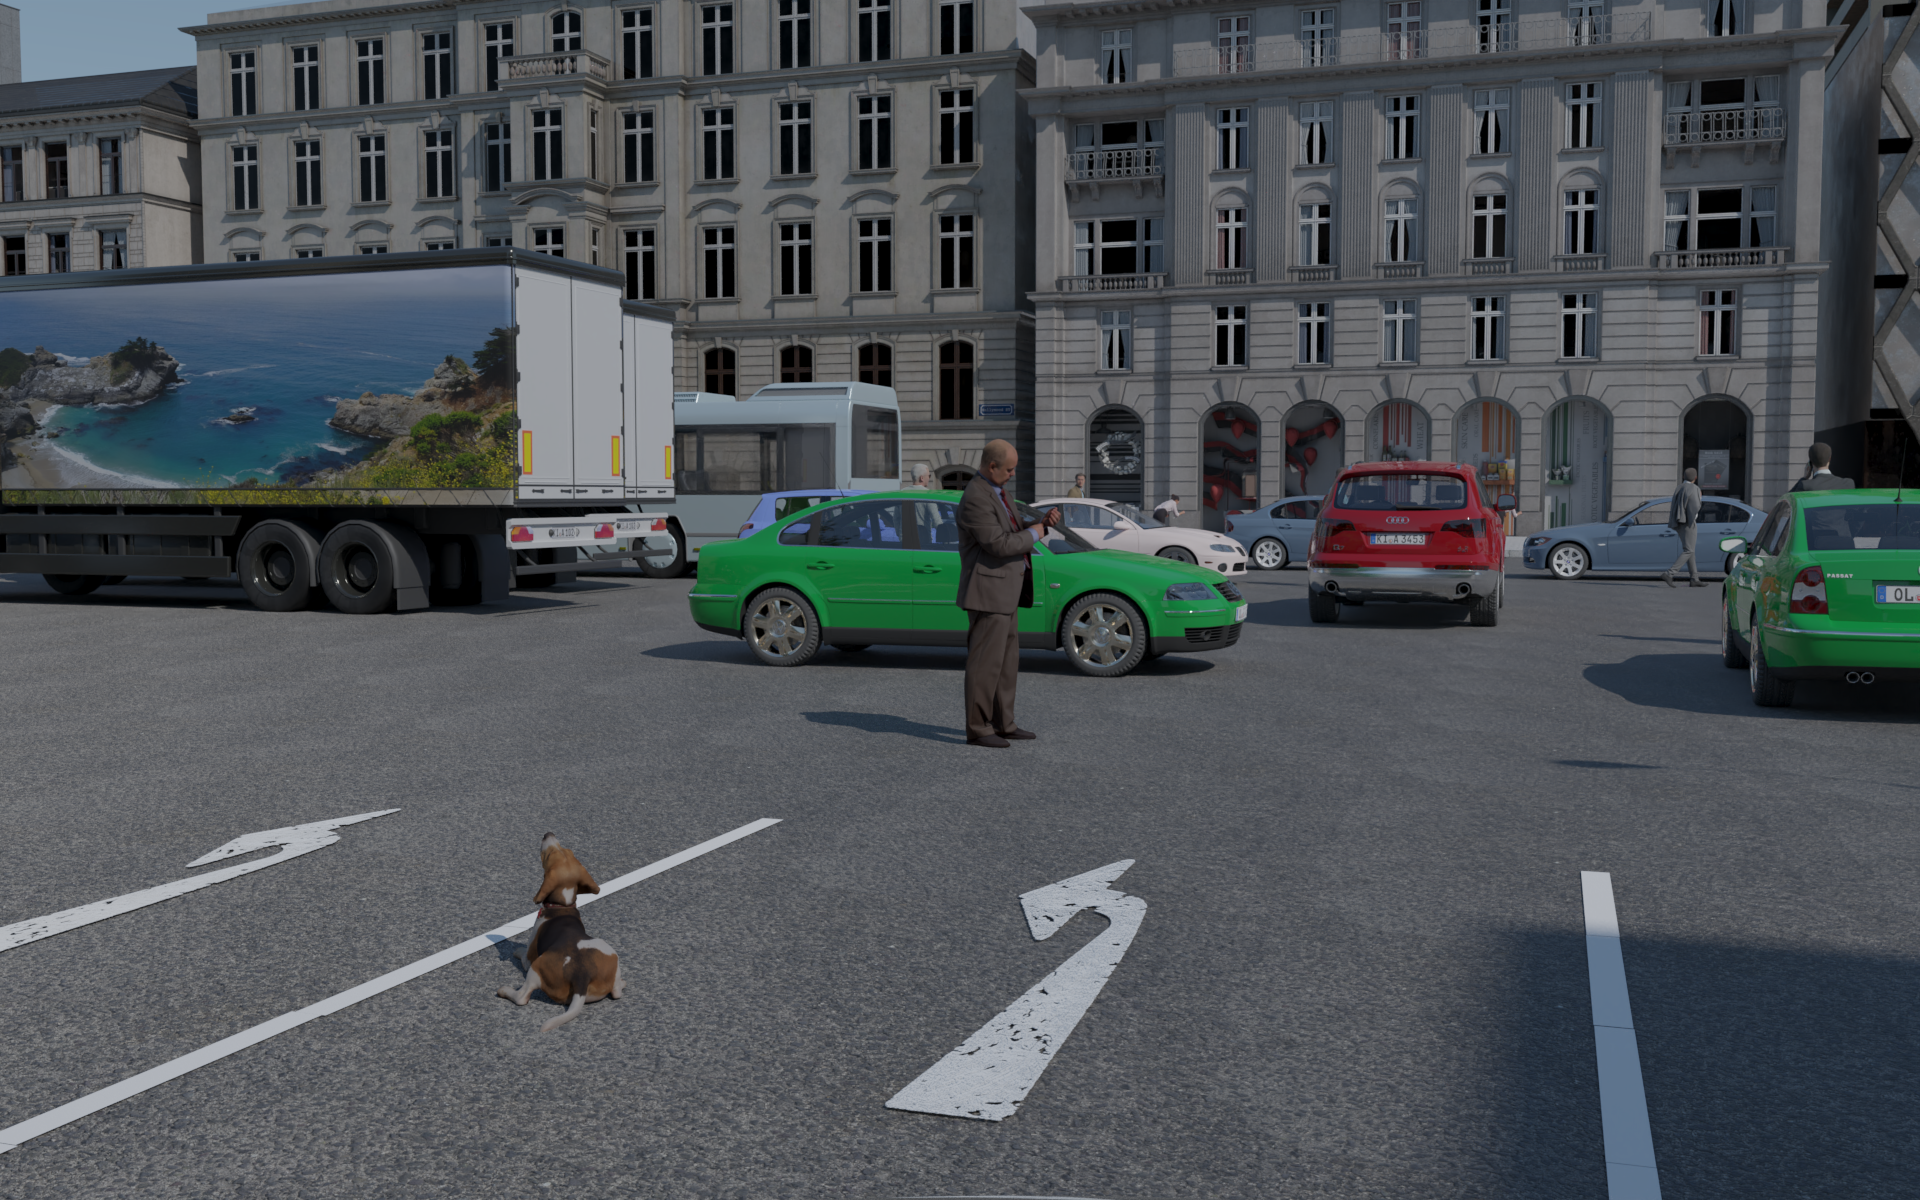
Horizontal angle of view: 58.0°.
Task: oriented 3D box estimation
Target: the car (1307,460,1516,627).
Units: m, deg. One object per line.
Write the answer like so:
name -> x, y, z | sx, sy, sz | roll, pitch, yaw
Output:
car -> 5.366, -0.722, 20.479 | 2.281, 1.827, 5.304 | 1, 4, 18

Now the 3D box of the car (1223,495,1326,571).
car -> 7.221, -1.272, 32.796 | 4.499, 1.417, 2.014 | 1, 4, 17

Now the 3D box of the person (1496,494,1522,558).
person -> 12.082, -1.632, 38.379 | 0.628, 1.438, 0.799 | 2, 4, 24

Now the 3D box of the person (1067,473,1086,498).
person -> 2.193, -1.513, 33.147 | 0.836, 1.842, 0.656 | 0, 4, -6

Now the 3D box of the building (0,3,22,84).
building -> -57.051, -16.173, 82.446 | 19.932, 24.808, 12.078 | 1, 4, 19

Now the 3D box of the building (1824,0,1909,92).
building -> 68.904, -29.886, 112.343 | 21.300, 48.544, 21.600 | 1, 4, 19

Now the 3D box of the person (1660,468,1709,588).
person -> 11.146, -1.097, 26.543 | 0.850, 1.850, 0.679 | -1, 4, -9

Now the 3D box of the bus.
bus -> -7.711, -2.224, 31.220 | 13.247, 3.499, 2.948 | 1, 4, 18

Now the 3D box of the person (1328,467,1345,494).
person -> 5.787, -1.122, 26.711 | 0.748, 1.841, 0.638 | 3, 4, 39

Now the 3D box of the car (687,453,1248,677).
car -> 0.054, -0.361, 14.700 | 4.718, 1.807, 1.959 | 1, 4, 18

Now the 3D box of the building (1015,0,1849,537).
building -> 15.278, -13.229, 58.095 | 24.055, 21.916, 13.314 | 1, 4, 19

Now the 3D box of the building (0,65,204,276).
building -> -38.915, -12.870, 75.057 | 19.286, 19.102, 10.561 | 1, 4, 19

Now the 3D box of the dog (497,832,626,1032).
dog -> -1.211, 0.928, 5.013 | 0.550, 0.427, 0.748 | 1, 4, 18

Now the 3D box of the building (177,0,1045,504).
building -> -12.470, -15.229, 68.078 | 34.723, 24.649, 14.460 | 1, 4, 19

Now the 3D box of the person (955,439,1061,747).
person -> 0.262, -0.043, 9.890 | 0.600, 1.739, 0.565 | -1, 4, -8

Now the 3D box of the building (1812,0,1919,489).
building -> 36.325, -11.348, 52.991 | 16.811, 18.784, 16.820 | 1, 4, 19

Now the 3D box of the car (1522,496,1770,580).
car -> 11.781, -1.040, 29.010 | 4.499, 1.417, 2.014 | 1, 4, 20

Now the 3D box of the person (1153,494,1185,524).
person -> 4.729, -1.695, 39.403 | 0.628, 1.438, 0.799 | 1, 4, 20

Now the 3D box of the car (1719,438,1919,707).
car -> 6.671, -0.238, 12.694 | 1.959, 1.807, 4.718 | 1, 4, 20

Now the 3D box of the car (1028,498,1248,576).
car -> 2.230, -0.956, 27.996 | 4.827, 1.381, 2.083 | 1, 4, 19

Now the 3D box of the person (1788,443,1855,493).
person -> 7.931, -0.494, 15.936 | 0.648, 1.900, 0.474 | -1, 4, -16

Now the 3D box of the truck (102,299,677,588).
truck -> -9.977, -2.329, 27.000 | 11.283, 4.237, 2.839 | 1, 4, 19

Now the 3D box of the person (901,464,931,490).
person -> -0.441, -0.625, 19.205 | 0.782, 1.767, 0.515 | 2, 4, 33

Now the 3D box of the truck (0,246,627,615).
truck -> -9.863, -2.064, 22.653 | 11.283, 4.237, 2.839 | 1, 4, 20

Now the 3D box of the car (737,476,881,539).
car -> -1.313, -0.898, 24.268 | 3.694, 1.707, 1.945 | 1, 4, 18
